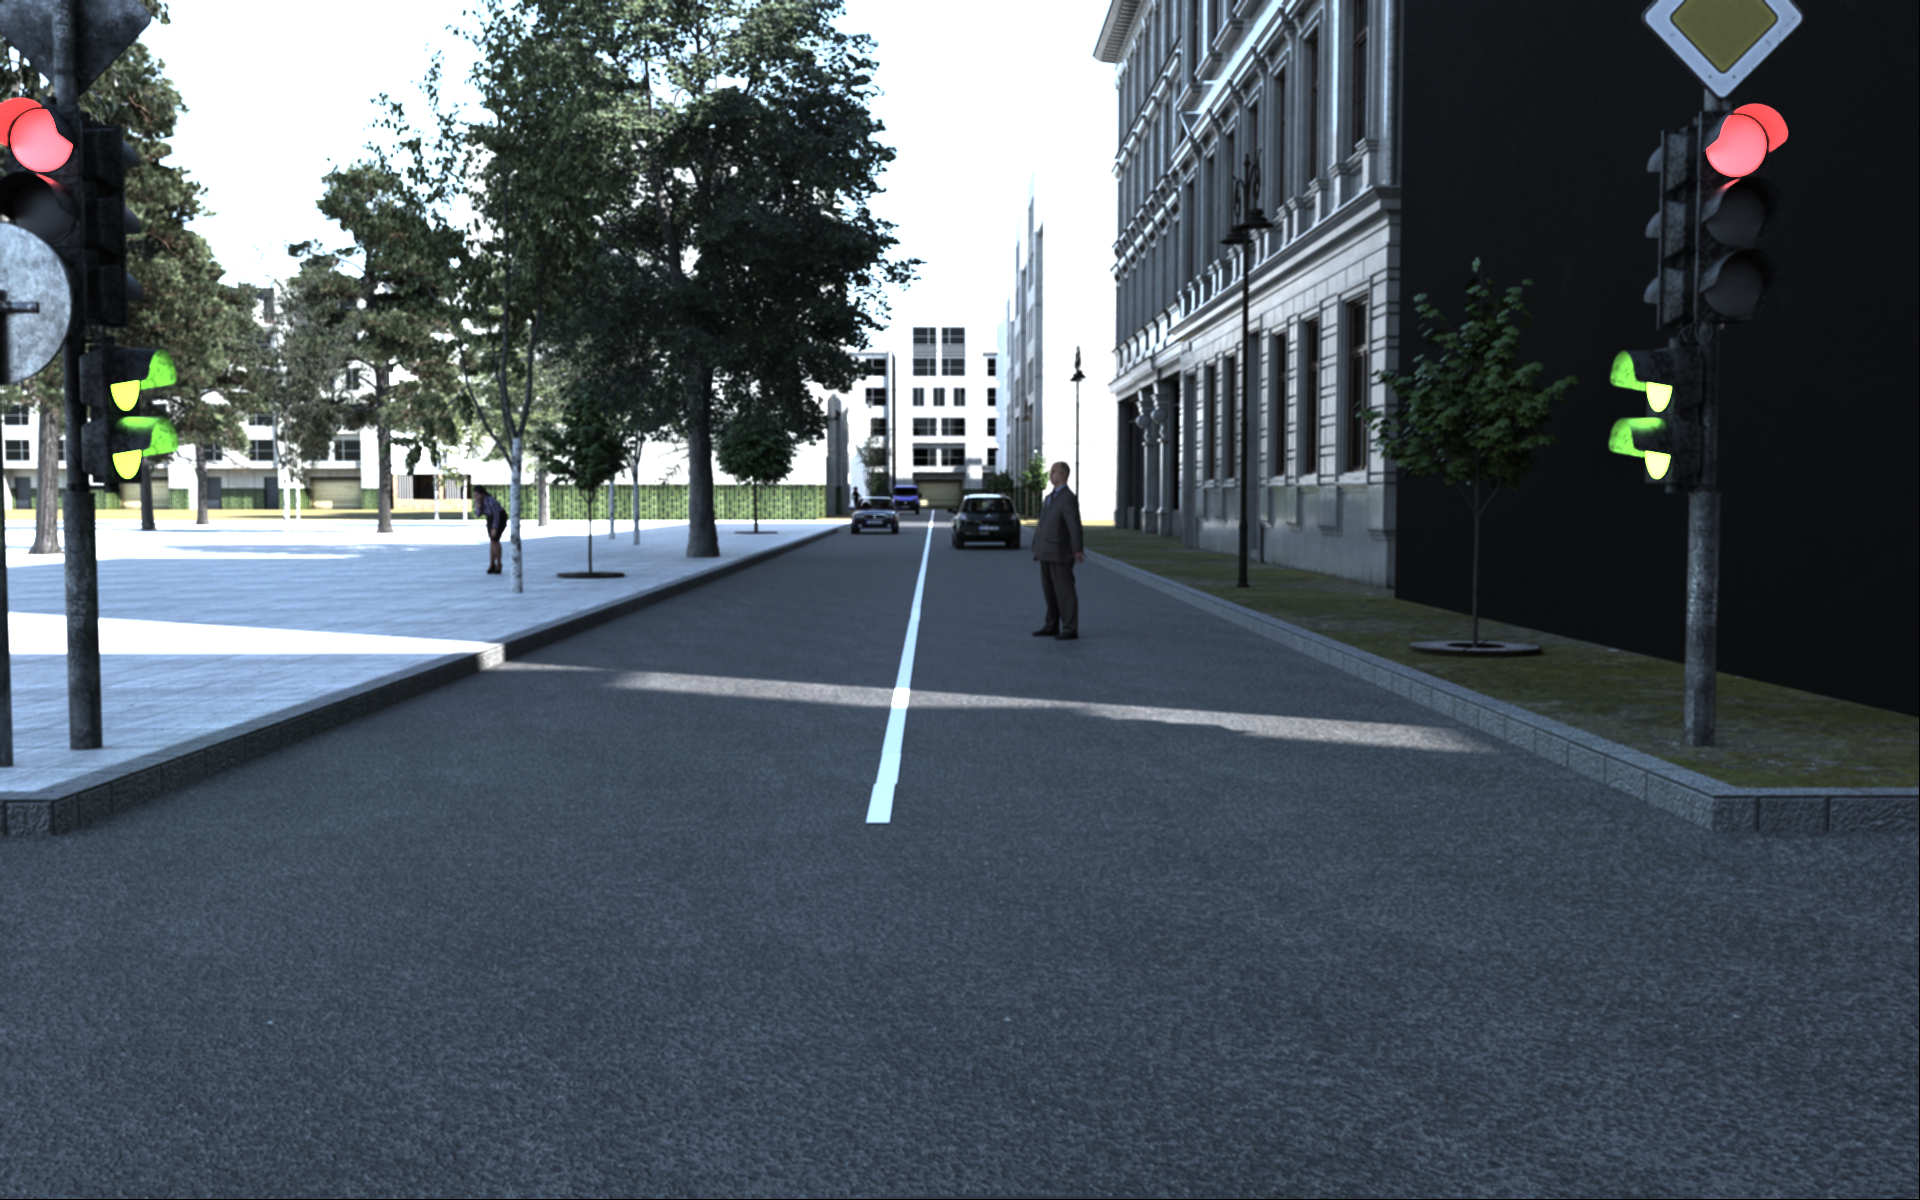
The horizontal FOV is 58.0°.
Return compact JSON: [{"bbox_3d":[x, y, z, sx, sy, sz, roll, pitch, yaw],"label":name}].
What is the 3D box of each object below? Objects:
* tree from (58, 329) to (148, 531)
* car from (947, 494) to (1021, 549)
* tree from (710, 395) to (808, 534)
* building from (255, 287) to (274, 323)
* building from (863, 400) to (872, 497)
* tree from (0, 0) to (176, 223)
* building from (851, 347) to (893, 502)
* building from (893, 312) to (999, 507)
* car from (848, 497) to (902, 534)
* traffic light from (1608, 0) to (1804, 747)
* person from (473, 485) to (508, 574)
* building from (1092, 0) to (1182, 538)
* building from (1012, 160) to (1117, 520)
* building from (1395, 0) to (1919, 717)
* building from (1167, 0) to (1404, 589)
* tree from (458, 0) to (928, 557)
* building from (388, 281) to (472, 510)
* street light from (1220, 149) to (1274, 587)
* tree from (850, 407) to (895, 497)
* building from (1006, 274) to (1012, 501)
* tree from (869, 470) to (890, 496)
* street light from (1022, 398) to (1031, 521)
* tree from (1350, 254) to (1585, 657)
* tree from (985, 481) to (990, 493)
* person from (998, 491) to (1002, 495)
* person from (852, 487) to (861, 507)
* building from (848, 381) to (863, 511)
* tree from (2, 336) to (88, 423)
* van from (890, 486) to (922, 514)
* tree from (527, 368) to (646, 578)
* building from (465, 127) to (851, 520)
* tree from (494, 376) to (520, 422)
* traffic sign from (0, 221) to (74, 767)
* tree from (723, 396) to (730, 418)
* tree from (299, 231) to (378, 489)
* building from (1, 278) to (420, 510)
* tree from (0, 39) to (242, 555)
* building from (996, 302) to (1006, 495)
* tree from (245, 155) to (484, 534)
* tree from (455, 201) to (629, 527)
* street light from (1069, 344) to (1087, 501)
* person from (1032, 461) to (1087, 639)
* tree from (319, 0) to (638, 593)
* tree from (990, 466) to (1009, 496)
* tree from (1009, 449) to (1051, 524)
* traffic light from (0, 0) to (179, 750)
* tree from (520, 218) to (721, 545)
[{"bbox_3d":[-28.795,-8.489,60.852,6.751,12.117,7.091,0,3,0],"label":"tree"},{"bbox_3d":[0.673,-2.244,46.479,2.009,1.686,4.222,0,4,-2],"label":"car"},{"bbox_3d":[-6.618,-4.466,56.740,4.285,4.588,4.351,0,3,0],"label":"tree"},{"bbox_3d":[-66.393,-20.671,181.945,32.646,21.610,27.936,0,4,-1],"label":"building"},{"bbox_3d":[-22.065,-12.997,154.643,28.070,9.664,9.099,0,4,-1],"label":"building"},{"bbox_3d":[-8.160,-3.887,13.923,4.360,8.622,3.978,0,3,0],"label":"tree"},{"bbox_3d":[-22.407,-18.927,175.908,31.486,18.905,16.747,0,4,-1],"label":"building"},{"bbox_3d":[9.364,-18.962,176.494,31.486,18.905,16.747,0,4,-1],"label":"building"},{"bbox_3d":[-3.113,-3.126,63.696,1.945,1.354,3.894,0,4,-2],"label":"car"},{"bbox_3d":[3.764,-1.193,8.756,0.839,4.213,0.868,0,4,-1],"label":"traffic light"},{"bbox_3d":[-7.525,-1.129,27.736,0.421,1.427,0.697,1,4,23],"label":"person"},{"bbox_3d":[10.231,-13.006,63.565,10.553,20.767,40.483,0,4,-1],"label":"building"},{"bbox_3d":[12.239,-14.320,100.585,16.747,18.905,31.486,0,4,-1],"label":"building"},{"bbox_3d":[13.342,-11.309,14.578,15.834,23.373,12.332,0,4,-1],"label":"building"},{"bbox_3d":[10.580,-12.010,32.526,11.583,22.565,21.152,0,4,-1],"label":"building"},{"bbox_3d":[-5.205,-7.854,35.064,9.857,13.997,8.962,0,3,0],"label":"tree"},{"bbox_3d":[-41.747,-18.019,151.028,11.380,20.091,16.016,0,4,-1],"label":"building"},{"bbox_3d":[3.897,-3.113,23.684,0.468,5.910,1.993,0,4,-1],"label":"street light"},{"bbox_3d":[-7.730,-12.055,147.466,4.360,8.622,3.978,0,3,0],"label":"tree"},{"bbox_3d":[12.543,-16.259,132.290,16.747,18.905,31.486,0,4,-1],"label":"building"},{"bbox_3d":[-6.650,-8.796,138.408,1.663,3.219,1.824,0,3,0],"label":"tree"},{"bbox_3d":[3.189,-6.767,83.427,0.468,5.910,1.993,0,4,-1],"label":"street light"},{"bbox_3d":[4.234,-1.195,14.145,1.663,3.219,1.824,0,3,0],"label":"tree"},{"bbox_3d":[2.663,-8.667,136.309,1.663,3.219,1.824,0,3,0],"label":"tree"},{"bbox_3d":[3.139,-8.193,140.000,0.705,1.823,1.348,2,4,26],"label":"person"},{"bbox_3d":[-6.225,-5.997,104.911,0.721,1.723,1.217,-2,4,-35],"label":"person"},{"bbox_3d":[-12.657,-11.492,130.043,9.099,9.664,28.070,0,4,-1],"label":"building"},{"bbox_3d":[-28.341,-7.020,49.193,8.767,10.594,7.601,1,4,15],"label":"tree"},{"bbox_3d":[-3.853,-7.308,123.867,2.240,2.365,5.245,0,4,-1],"label":"van"},{"bbox_3d":[-5.858,-1.965,26.728,1.663,3.219,1.824,0,3,0],"label":"tree"},{"bbox_3d":[-15.621,-14.260,99.605,16.747,18.905,31.486,0,4,-1],"label":"building"},{"bbox_3d":[-10.201,-6.064,49.516,4.360,8.622,3.978,0,3,0],"label":"tree"},{"bbox_3d":[-4.510,-0.488,8.090,0.768,2.556,0.104,0,4,3],"label":"traffic sign"},{"bbox_3d":[-12.011,-7.738,76.881,4.360,8.622,3.978,0,3,0],"label":"tree"},{"bbox_3d":[-18.318,-5.943,47.529,4.360,8.622,3.978,0,3,0],"label":"tree"},{"bbox_3d":[-63.448,-17.353,150.179,31.486,18.905,16.747,0,4,-1],"label":"building"},{"bbox_3d":[-19.137,-7.895,36.508,7.806,13.903,7.818,0,3,0],"label":"tree"},{"bbox_3d":[11.240,-18.183,153.708,16.016,20.091,11.380,0,4,-1],"label":"building"},{"bbox_3d":[-18.677,-8.188,55.926,6.751,12.117,7.091,0,3,0],"label":"tree"},{"bbox_3d":[-15.951,-9.107,67.029,7.486,12.596,7.792,0,3,0],"label":"tree"},{"bbox_3d":[3.627,-4.934,53.465,0.468,5.910,1.993,0,4,-1],"label":"street light"},{"bbox_3d":[0.953,-0.501,17.245,0.434,1.755,0.990,-1,4,-23],"label":"person"},{"bbox_3d":[-5.919,-4.411,22.487,4.737,8.622,4.395,0,3,0],"label":"tree"},{"bbox_3d":[3.241,-7.642,119.542,1.663,3.219,1.824,0,3,0],"label":"tree"},{"bbox_3d":[3.216,-4.920,75.049,1.663,3.219,1.824,0,3,0],"label":"tree"},{"bbox_3d":[-4.396,-1.186,8.628,0.839,4.213,0.868,0,4,-1],"label":"traffic light"},{"bbox_3d":[-8.448,-5.706,43.659,4.360,8.622,3.978,0,3,0],"label":"tree"}]
